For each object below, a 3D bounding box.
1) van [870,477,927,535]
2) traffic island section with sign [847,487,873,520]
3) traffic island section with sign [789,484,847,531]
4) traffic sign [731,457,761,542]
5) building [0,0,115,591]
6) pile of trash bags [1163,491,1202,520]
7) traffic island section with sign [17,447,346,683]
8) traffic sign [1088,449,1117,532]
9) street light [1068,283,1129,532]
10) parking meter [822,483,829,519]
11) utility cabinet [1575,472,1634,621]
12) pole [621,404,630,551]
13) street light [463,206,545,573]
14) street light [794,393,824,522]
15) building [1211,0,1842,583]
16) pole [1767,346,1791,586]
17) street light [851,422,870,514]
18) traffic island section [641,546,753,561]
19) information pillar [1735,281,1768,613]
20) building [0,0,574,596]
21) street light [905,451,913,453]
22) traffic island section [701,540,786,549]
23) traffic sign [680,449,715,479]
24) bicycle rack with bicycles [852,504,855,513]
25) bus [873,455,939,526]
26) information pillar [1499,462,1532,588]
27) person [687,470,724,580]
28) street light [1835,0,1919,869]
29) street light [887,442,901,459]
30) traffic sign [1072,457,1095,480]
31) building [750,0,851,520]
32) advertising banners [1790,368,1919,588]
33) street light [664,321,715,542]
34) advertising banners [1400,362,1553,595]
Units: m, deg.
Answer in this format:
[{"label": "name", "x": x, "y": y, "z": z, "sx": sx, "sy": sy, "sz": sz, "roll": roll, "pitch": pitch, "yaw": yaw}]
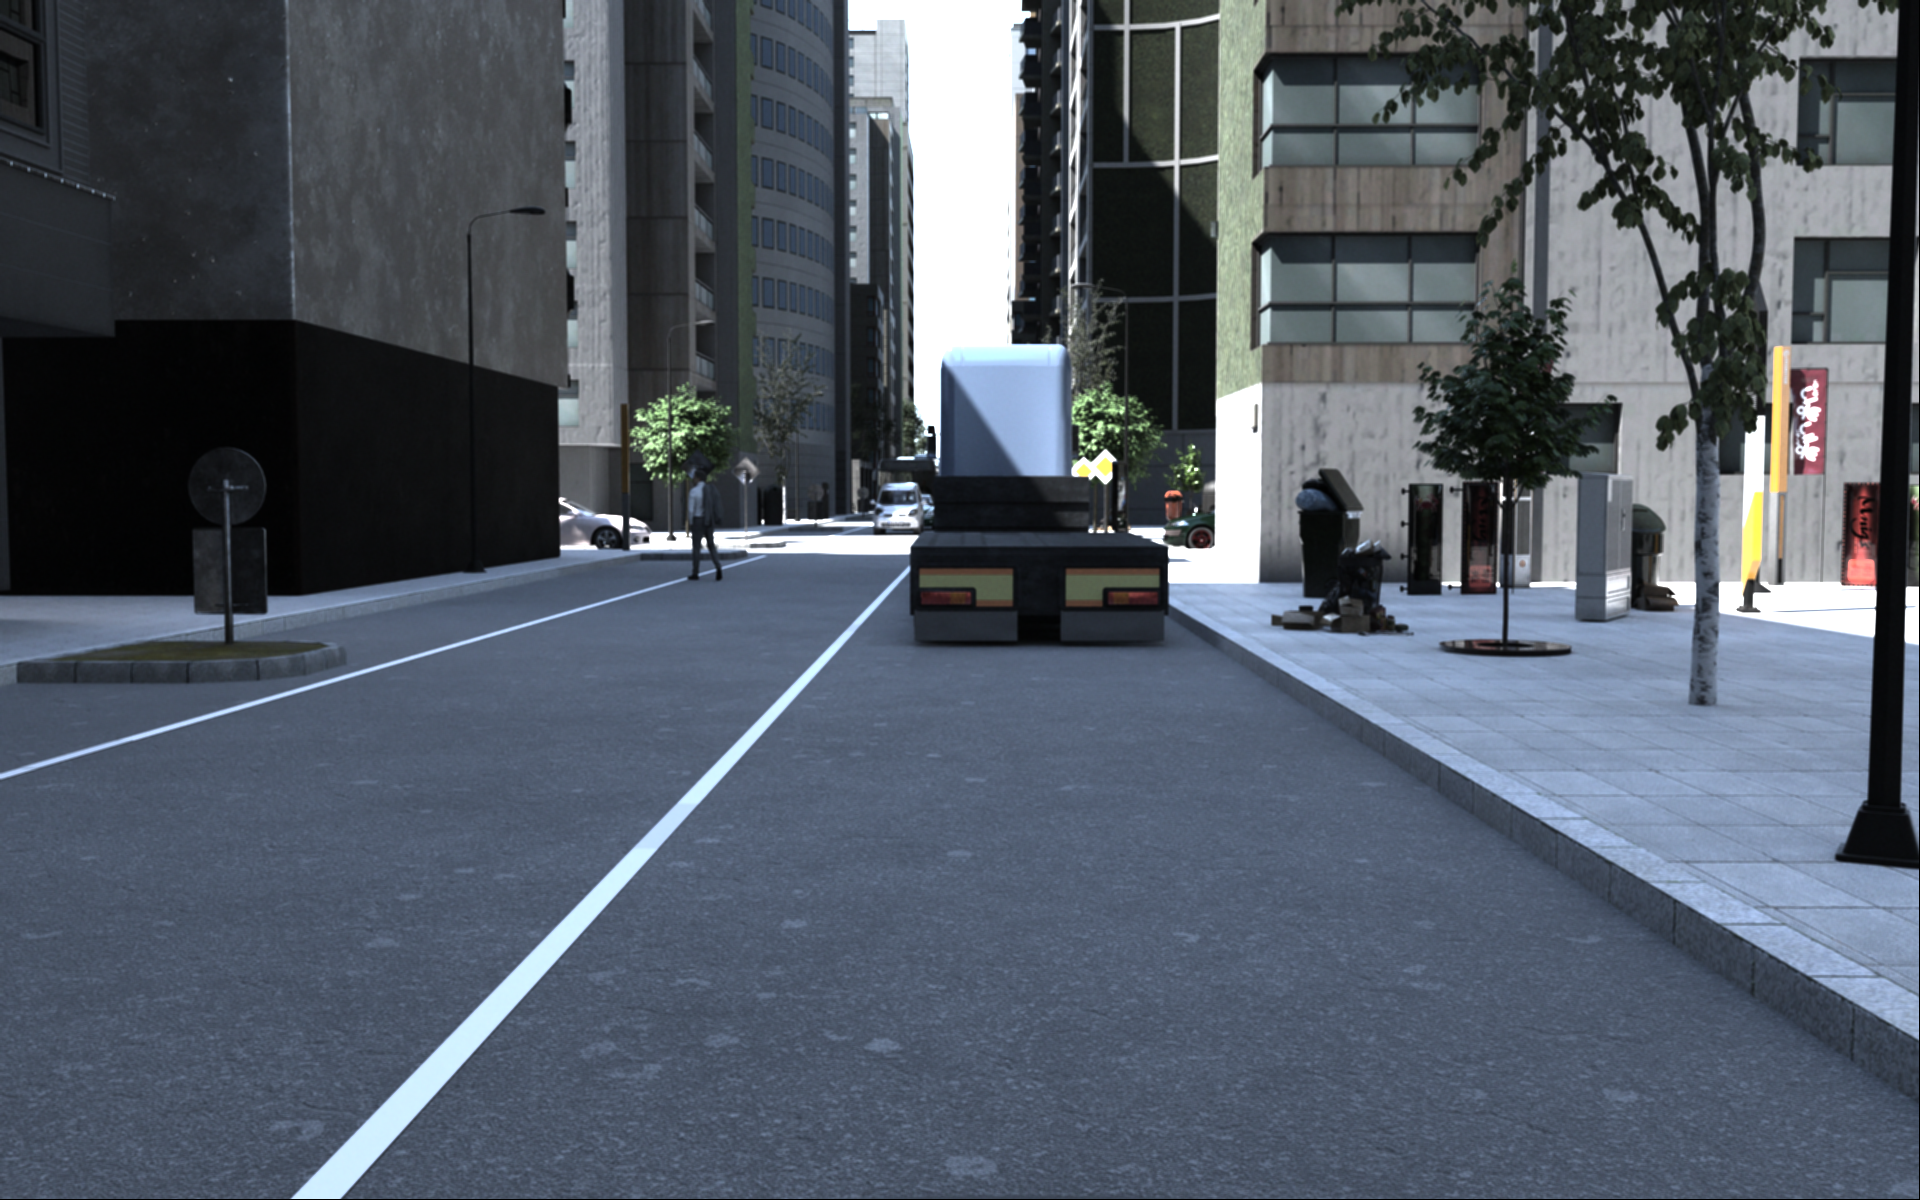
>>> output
[{"label": "van", "x": -2.163, "y": -3.343, "z": 61.676, "sx": 2.013, "sy": 2.044, "sz": 4.112, "roll": 0, "pitch": 4, "yaw": 1}, {"label": "traffic island section with sign", "x": -5.266, "y": -5.300, "z": 95.282, "sx": 1.989, "sy": 1.847, "sz": 2.006, "roll": 0, "pitch": 4, "yaw": 1}, {"label": "traffic island section with sign", "x": -5.570, "y": -3.588, "z": 67.284, "sx": 1.989, "sy": 1.847, "sz": 2.006, "roll": 0, "pitch": 4, "yaw": 1}, {"label": "traffic sign", "x": -5.769, "y": -2.633, "z": 46.699, "sx": 0.795, "sy": 2.450, "sz": 0.064, "roll": 0, "pitch": 4, "yaw": 1}, {"label": "building", "x": -15.358, "y": -12.944, "z": 5.148, "sx": 14.314, "sy": 27.812, "sz": 24.014, "roll": 0, "pitch": 4, "yaw": 1}, {"label": "pile of trash bags", "x": 7.877, "y": -2.796, "z": 55.464, "sx": 3.447, "sy": 1.369, "sz": 1.912, "roll": -3, "pitch": 4, "yaw": -37}, {"label": "traffic island section with sign", "x": -6.161, "y": -0.333, "z": 14.069, "sx": 1.989, "sy": 1.847, "sz": 2.006, "roll": 0, "pitch": 4, "yaw": 1}, {"label": "traffic sign", "x": 3.235, "y": -2.138, "z": 38.592, "sx": 0.795, "sy": 2.450, "sz": 0.064, "roll": 0, "pitch": 4, "yaw": 1}, {"label": "street light", "x": 3.141, "y": -4.022, "z": 38.299, "sx": 1.470, "sy": 5.913, "sz": 1.316, "roll": 0, "pitch": 4, "yaw": 1}, {"label": "parking meter", "x": -6.834, "y": -5.033, "z": 87.997, "sx": 0.255, "sy": 1.863, "sz": 0.399, "roll": 1, "pitch": 4, "yaw": 14}, {"label": "utility cabinet", "x": 6.640, "y": -0.558, "z": 17.801, "sx": 0.318, "sy": 1.500, "sz": 1.173, "roll": 2, "pitch": 4, "yaw": 33}, {"label": "pole", "x": -7.592, "y": -2.782, "z": 39.322, "sx": 0.158, "sy": 3.312, "sz": 0.155, "roll": 0, "pitch": 3, "yaw": 0}, {"label": "street light", "x": -7.393, "y": -3.400, "z": 28.131, "sx": 1.470, "sy": 5.913, "sz": 1.316, "roll": 0, "pitch": 4, "yaw": 1}, {"label": "street light", "x": -6.917, "y": -6.533, "z": 79.362, "sx": 1.470, "sy": 5.913, "sz": 1.316, "roll": 0, "pitch": 4, "yaw": 1}, {"label": "building", "x": 11.432, "y": -15.853, "z": 30.905, "sx": 14.160, "sy": 30.474, "sz": 14.107, "roll": 0, "pitch": 4, "yaw": 1}, {"label": "pole", "x": 11.389, "y": -1.849, "z": 24.075, "sx": 0.158, "sy": 3.312, "sz": 0.155, "roll": 0, "pitch": 3, "yaw": 0}, {"label": "street light", "x": -6.478, "y": -8.517, "z": 111.793, "sx": 1.470, "sy": 5.913, "sz": 1.316, "roll": 0, "pitch": 4, "yaw": 1}, {"label": "traffic island section", "x": -5.882, "y": -1.009, "z": 38.776, "sx": 2.009, "sy": 0.180, "sz": 2.903, "roll": 0, "pitch": 4, "yaw": 1}, {"label": "information pillar", "x": 8.527, "y": -1.666, "z": 18.590, "sx": 0.183, "sy": 3.616, "sz": 0.504, "roll": 1, "pitch": 4, "yaw": 12}, {"label": "building", "x": -16.563, "y": -9.922, "z": 29.679, "sx": 16.811, "sy": 18.784, "sz": 16.820, "roll": 0, "pitch": 4, "yaw": 1}, {"label": "street light", "x": -5.708, "y": -13.178, "z": 188.005, "sx": 1.470, "sy": 5.913, "sz": 1.316, "roll": 0, "pitch": 4, "yaw": 1}, {"label": "traffic island section", "x": -5.793, "y": -1.497, "z": 46.761, "sx": 2.009, "sy": 0.180, "sz": 2.903, "roll": 0, "pitch": 4, "yaw": 1}, {"label": "traffic sign", "x": -5.858, "y": -2.145, "z": 38.714, "sx": 0.795, "sy": 2.450, "sz": 0.064, "roll": 0, "pitch": 4, "yaw": 1}, {"label": "bicycle rack with bicycles", "x": -8.034, "y": -6.207, "z": 114.867, "sx": 2.852, "sy": 0.926, "sz": 2.925, "roll": 3, "pitch": 5, "yaw": 43}, {"label": "bus", "x": -2.225, "y": -5.306, "z": 81.618, "sx": 2.948, "sy": 3.499, "sz": 13.247, "roll": 0, "pitch": 4, "yaw": 1}, {"label": "information pillar", "x": 7.596, "y": -1.172, "z": 23.654, "sx": 0.304, "sy": 2.012, "sz": 0.304, "roll": -1, "pitch": 4, "yaw": -23}, {"label": "person", "x": -4.234, "y": -1.238, "z": 28.836, "sx": 0.679, "sy": 1.850, "sz": 0.850, "roll": -3, "pitch": 5, "yaw": -42}, {"label": "street light", "x": 2.707, "y": -2.042, "z": 5.931, "sx": 1.470, "sy": 5.913, "sz": 1.316, "roll": 0, "pitch": 4, "yaw": 1}, {"label": "street light", "x": -5.984, "y": -11.198, "z": 155.635, "sx": 1.470, "sy": 5.913, "sz": 1.316, "roll": 0, "pitch": 4, "yaw": 1}, {"label": "traffic sign", "x": 3.324, "y": -2.626, "z": 46.577, "sx": 0.795, "sy": 2.450, "sz": 0.064, "roll": 0, "pitch": 4, "yaw": 1}, {"label": "building", "x": -17.680, "y": -33.887, "z": 96.056, "sx": 21.231, "sy": 58.520, "sz": 28.212, "roll": 0, "pitch": 4, "yaw": 1}, {"label": "advertising banners", "x": 12.495, "y": -1.694, "z": 23.883, "sx": 2.074, "sy": 3.025, "sz": 0.090, "roll": 1, "pitch": 4, "yaw": 20}, {"label": "street light", "x": -7.258, "y": -4.529, "z": 46.585, "sx": 1.470, "sy": 5.913, "sz": 1.316, "roll": 0, "pitch": 4, "yaw": 1}, {"label": "advertising banners", "x": 6.615, "y": -1.585, "z": 22.096, "sx": 2.074, "sy": 3.025, "sz": 0.090, "roll": -1, "pitch": 4, "yaw": -12}]
